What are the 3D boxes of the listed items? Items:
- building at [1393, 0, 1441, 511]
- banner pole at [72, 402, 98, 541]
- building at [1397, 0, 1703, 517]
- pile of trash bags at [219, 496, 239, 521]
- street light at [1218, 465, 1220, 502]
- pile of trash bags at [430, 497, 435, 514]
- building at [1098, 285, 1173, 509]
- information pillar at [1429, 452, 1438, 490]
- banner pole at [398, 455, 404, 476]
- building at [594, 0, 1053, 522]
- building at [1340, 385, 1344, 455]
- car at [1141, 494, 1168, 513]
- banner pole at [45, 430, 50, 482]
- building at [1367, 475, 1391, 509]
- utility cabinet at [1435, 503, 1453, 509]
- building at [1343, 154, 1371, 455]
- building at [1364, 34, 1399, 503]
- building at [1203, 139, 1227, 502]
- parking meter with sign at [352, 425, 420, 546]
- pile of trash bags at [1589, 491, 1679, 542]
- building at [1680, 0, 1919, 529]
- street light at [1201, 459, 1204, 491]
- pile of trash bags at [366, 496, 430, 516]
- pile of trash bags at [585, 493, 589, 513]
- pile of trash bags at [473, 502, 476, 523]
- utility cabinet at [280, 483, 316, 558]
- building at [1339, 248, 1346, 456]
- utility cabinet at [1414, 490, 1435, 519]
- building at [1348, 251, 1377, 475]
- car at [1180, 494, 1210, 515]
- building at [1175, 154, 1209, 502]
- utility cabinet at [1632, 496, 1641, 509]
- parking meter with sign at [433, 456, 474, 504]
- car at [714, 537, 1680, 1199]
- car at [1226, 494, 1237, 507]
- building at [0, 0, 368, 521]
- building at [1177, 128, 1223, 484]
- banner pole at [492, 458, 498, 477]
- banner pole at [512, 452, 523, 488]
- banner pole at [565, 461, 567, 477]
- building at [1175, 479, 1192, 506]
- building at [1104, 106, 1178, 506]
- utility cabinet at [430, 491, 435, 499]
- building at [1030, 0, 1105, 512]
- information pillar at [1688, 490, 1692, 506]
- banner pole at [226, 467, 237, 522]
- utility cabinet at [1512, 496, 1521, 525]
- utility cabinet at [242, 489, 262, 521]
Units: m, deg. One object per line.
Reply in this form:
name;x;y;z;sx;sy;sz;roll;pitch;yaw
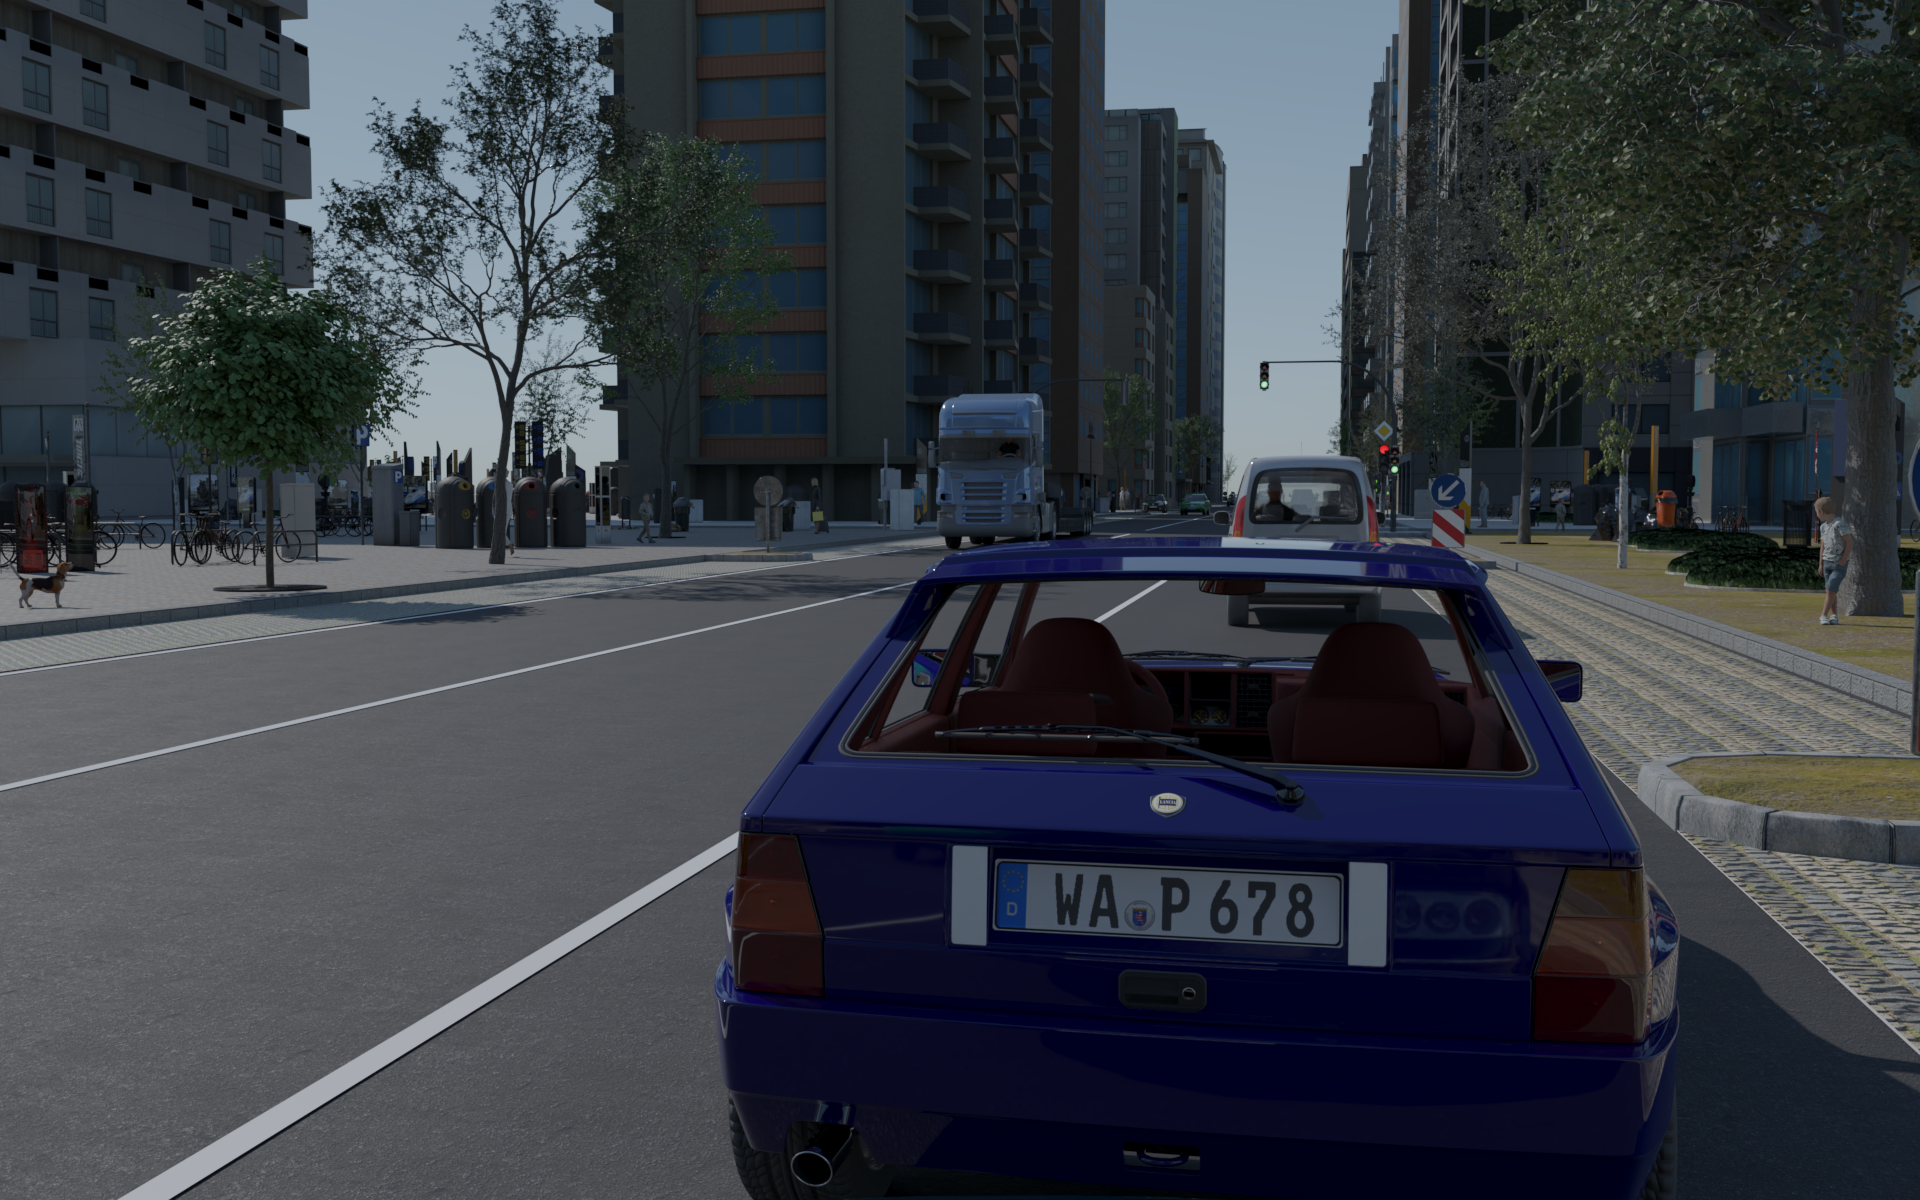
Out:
building;39.013;-29.065;125.330;14.600;45.320;14.200;1;4;11
banner pole;-24.043;-3.517;47.518;0.863;3.779;0.401;2;4;27
building;36.605;-40.423;99.161;20.563;71.187;20.611;1;4;11
pile of trash bags;-36.139;-4.559;84.284;1.912;1.369;3.447;-1;4;-16
street light;39.853;-17.988;266.891;0.468;5.910;1.993;1;4;11
pile of trash bags;-36.215;-6.410;114.552;3.447;1.369;1.912;1;4;11
building;4.657;-19.275;160.189;27.650;21.520;28.899;1;4;11
information pillar;24.506;-6.016;89.711;0.183;3.616;0.504;-3;5;-44
banner pole;-36.007;-7.438;111.623;0.401;3.779;0.863;1;4;11
building;-7.005;-26.833;93.342;22.147;44.769;28.867;1;4;11
building;72.767;-25.725;265.640;27.650;21.520;28.899;1;4;11
car;14.622;-7.352;129.986;2.009;1.686;4.222;1;4;10
banner pole;-35.685;-4.756;67.786;0.401;3.779;0.863;-1;4;-18
building;52.666;-28.300;154.591;32.217;40.220;23.993;1;4;11
utility cabinet;23.640;-4.489;84.558;0.306;1.237;1.020;-2;4;-26
building;64.576;-37.740;240.749;21.300;48.544;21.600;1;4;11
building;54.366;-34.415;182.292;23.786;49.044;30.456;1;4;11
building;31.880;-45.272;282.198;21.231;58.520;28.212;1;4;11
parking meter with sign;-14.220;-2.860;43.024;1.738;3.016;0.543;2;4;23
pile of trash bags;18.330;-2.243;46.431;1.912;1.369;3.447;0;4;-2
building;45.804;-27.536;69.824;30.456;49.044;23.786;1;4;11
street light;31.673;-15.509;226.366;0.468;5.910;1.993;1;4;11
pile of trash bags;-30.414;-5.051;92.338;3.447;1.369;1.912;1;4;22
pile of trash bags;-24.942;-6.636;118.251;1.912;1.369;3.447;-3;4;-36
pile of trash bags;-21.891;-4.237;79.023;1.912;1.369;3.447;1;4;12
utility cabinet;-13.319;-1.599;34.829;0.318;1.500;1.173;0;4;-2
building;70.311;-36.934;287.459;14.154;41.232;14.086;1;4;11
utility cabinet;23.263;-4.751;86.350;1.173;1.500;0.318;3;4;37
building;53.433;-26.555;205.881;14.160;30.474;14.107;1;4;11
car;16.261;-6.785;119.726;1.959;1.807;4.718;1;4;13
building;25.931;-35.653;233.042;14.600;45.320;14.200;1;4;11
utility cabinet;29.153;-3.932;75.457;0.306;1.237;1.020;-2;4;-32
parking meter with sign;-23.547;-5.156;80.563;1.738;3.016;0.543;-3;5;-39
car;0.706;0.487;4.621;1.945;1.354;3.894;1;4;12
car;30.962;-11.332;195.061;2.009;1.686;4.222;1;4;10
building;-52.716;-30.894;94.362;27.495;52.752;28.713;1;4;11
building;23.471;-40.742;255.368;28.713;52.752;27.495;1;4;11
banner pole;-32.171;-7.957;120.117;0.401;3.779;0.863;1;4;23
banner pole;-23.048;-6.141;90.427;0.863;3.779;0.401;2;4;23
banner pole;-29.159;-8.500;128.995;0.401;3.779;0.863;2;4;28
building;10.438;-31.104;200.429;32.217;40.220;23.993;1;4;11
building;14.889;-30.326;179.420;14.154;41.232;14.086;1;4;11
utility cabinet;-36.305;-6.831;120.365;1.173;1.500;0.318;2;4;25
building;2.436;-28.831;121.502;14.600;45.320;14.200;1;4;11
information pillar;38.085;-5.237;90.109;0.304;2.012;0.304;-2;4;-27
banner pole;-33.779;-5.519;80.245;0.401;3.779;0.863;2;4;24
utility cabinet;23.643;-3.784;73.036;0.306;1.237;1.020;3;5;43
utility cabinet;-32.839;-4.381;80.308;0.318;1.500;1.173;1;4;9
